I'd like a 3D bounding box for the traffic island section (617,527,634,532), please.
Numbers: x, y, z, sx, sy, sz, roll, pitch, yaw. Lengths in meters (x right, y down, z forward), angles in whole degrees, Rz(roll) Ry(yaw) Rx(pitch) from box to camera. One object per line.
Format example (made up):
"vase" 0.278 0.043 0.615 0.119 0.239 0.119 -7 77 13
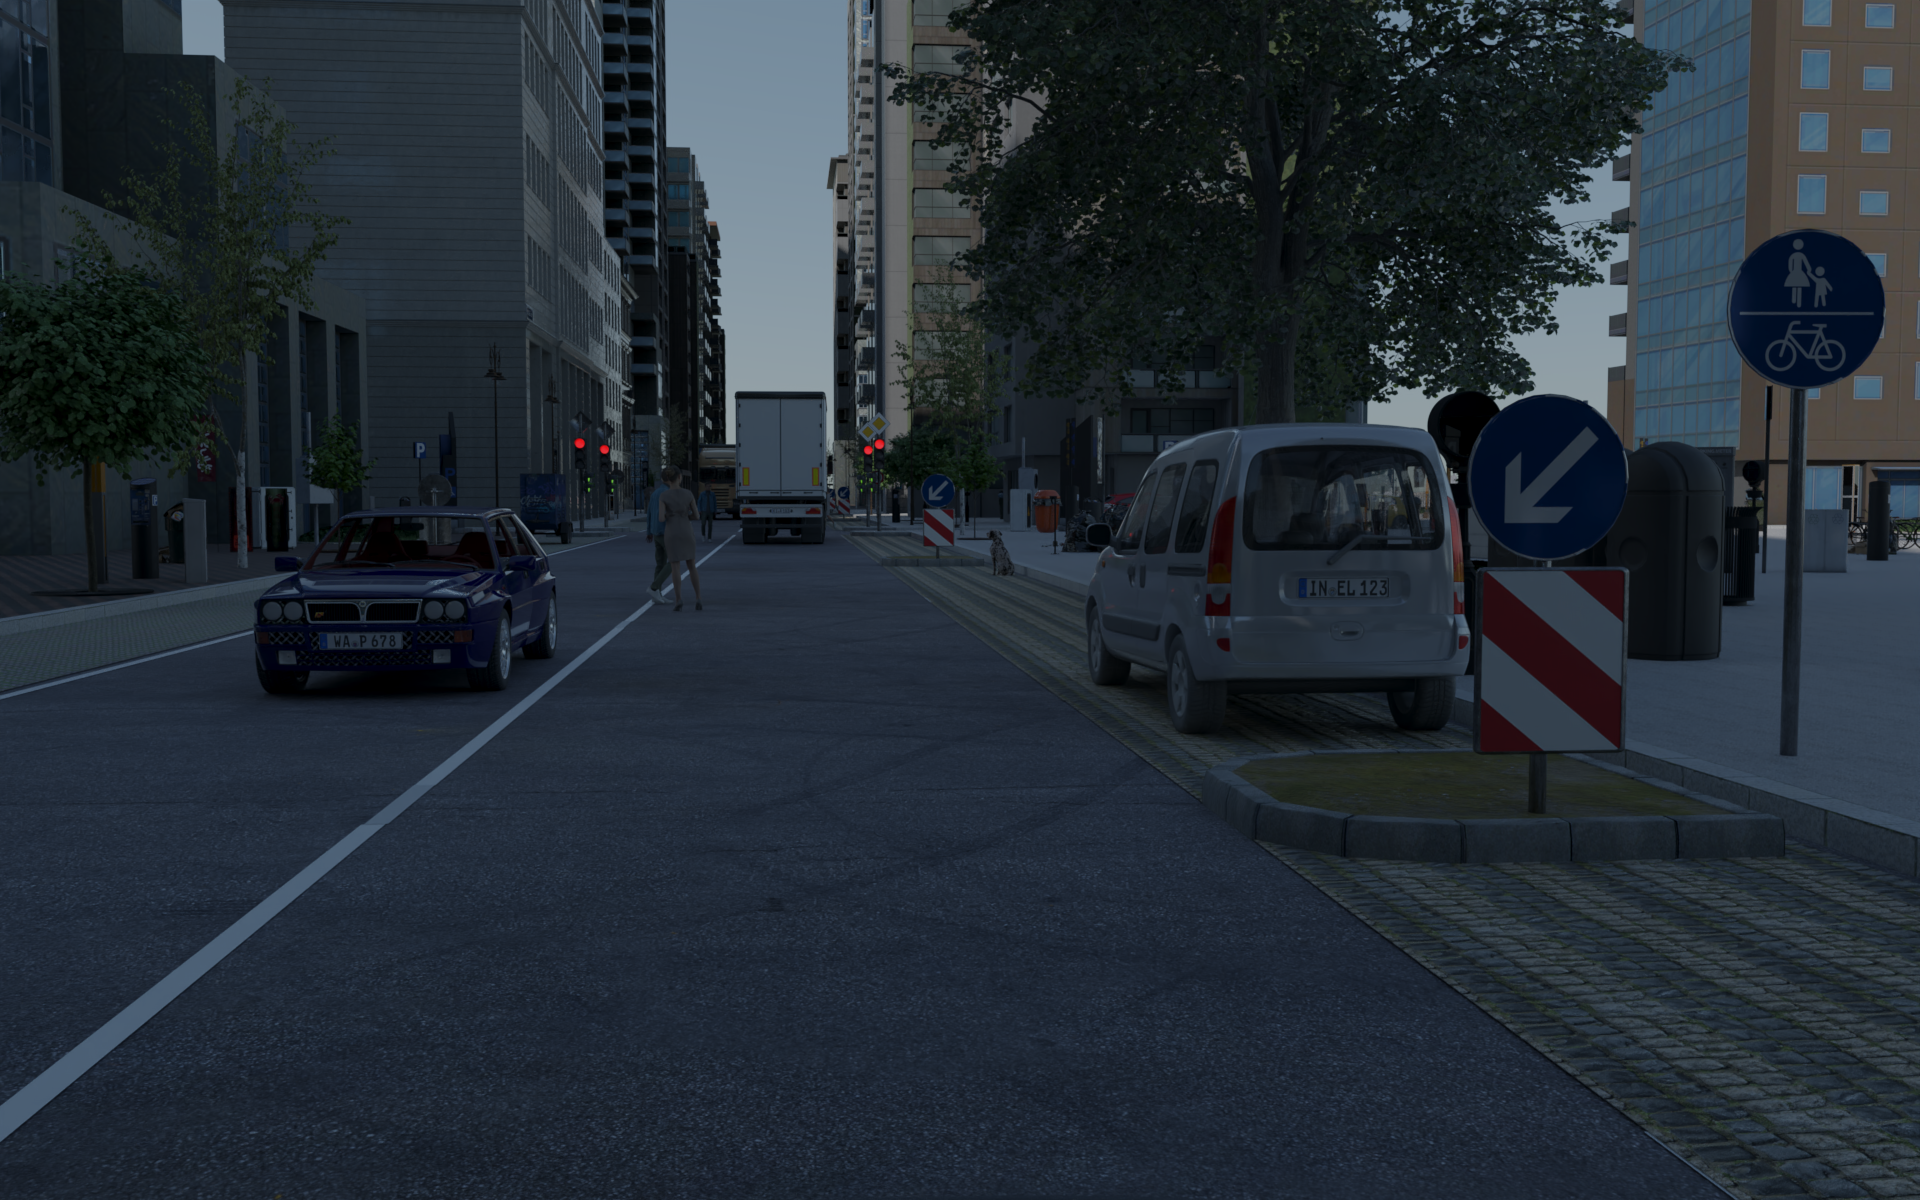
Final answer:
"traffic island section" -13.595 -2.702 66.461 2.009 0.180 2.903 0 4 -6

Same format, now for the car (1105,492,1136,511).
"car" 7.278 -3.437 65.232 4.494 1.783 2.155 0 4 -6

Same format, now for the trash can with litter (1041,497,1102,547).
"trash can with litter" 2.877 -1.934 42.682 2.233 1.210 1.678 -2 4 -27

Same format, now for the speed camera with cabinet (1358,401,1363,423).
"speed camera with cabinet" 8.421 -2.658 37.793 0.660 3.252 2.038 0 4 4

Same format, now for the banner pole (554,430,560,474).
"banner pole" -15.896 -4.788 68.296 0.401 3.779 0.863 -3 4 -36

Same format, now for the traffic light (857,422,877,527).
"traffic light" -3.594 -4.797 67.346 0.839 4.253 0.868 0 4 -6

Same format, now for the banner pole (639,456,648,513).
"banner pole" -20.972 -7.626 114.700 0.863 3.779 0.401 2 4 28

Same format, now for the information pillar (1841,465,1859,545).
"information pillar" 22.326 -2.384 43.470 0.304 2.012 0.304 -3 5 -41

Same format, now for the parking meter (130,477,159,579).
"parking meter" -12.370 -1.092 26.271 0.372 1.533 0.369 0 3 0

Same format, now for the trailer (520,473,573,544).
"trailer" -11.801 -2.554 48.808 1.471 1.999 3.904 0 4 -7

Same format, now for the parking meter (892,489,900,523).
"parking meter" -2.861 -4.232 77.598 0.372 1.533 0.369 0 3 0

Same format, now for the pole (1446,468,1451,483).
"pole" 21.775 -5.099 77.208 0.158 3.312 0.155 0 3 0

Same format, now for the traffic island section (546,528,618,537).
"traffic island section" -12.794 -2.216 58.516 2.009 0.180 2.903 0 4 -6

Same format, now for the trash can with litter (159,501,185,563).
"trash can with litter" -14.642 -1.269 32.136 1.055 1.170 0.624 2 4 26

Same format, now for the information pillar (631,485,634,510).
"information pillar" -26.372 -8.234 139.119 0.304 2.012 0.304 -1 4 -15

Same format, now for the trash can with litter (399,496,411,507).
"trash can with litter" -17.333 -2.573 53.123 1.678 1.210 2.233 1 4 15

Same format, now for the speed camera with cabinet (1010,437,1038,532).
"speed camera with cabinet" 2.225 -4.009 59.881 0.660 3.252 2.038 1 4 14

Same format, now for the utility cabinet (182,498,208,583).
"utility cabinet" -11.228 -0.874 25.454 0.306 1.237 1.020 -1 4 -22

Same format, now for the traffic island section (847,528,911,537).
"traffic island section" -2.752 -2.278 59.519 2.009 0.180 2.903 0 4 -6

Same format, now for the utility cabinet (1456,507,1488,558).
"utility cabinet" 10.403 -1.589 34.665 0.318 1.500 1.173 -1 4 -19

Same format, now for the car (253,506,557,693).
"car" -4.281 -0.072 13.761 1.945 1.354 3.894 0 4 -5

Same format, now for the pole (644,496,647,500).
"pole" -23.220 -8.207 128.024 0.158 3.312 0.155 0 3 0

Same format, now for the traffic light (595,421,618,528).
"traffic light" -13.554 -4.735 66.330 0.839 4.253 0.868 0 4 -6

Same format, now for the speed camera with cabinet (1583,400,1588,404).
"speed camera with cabinet" 12.473 -2.581 36.535 2.038 3.252 0.660 1 4 11

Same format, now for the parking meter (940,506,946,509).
"parking meter" -0.744 -3.971 73.331 0.372 1.533 0.369 0 3 0

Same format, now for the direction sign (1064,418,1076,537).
"direction sign" 3.311 -3.658 51.799 0.379 3.537 0.876 -1 4 -14

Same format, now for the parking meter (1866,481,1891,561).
"parking meter" 17.715 -1.528 33.398 0.372 1.533 0.369 0 3 0

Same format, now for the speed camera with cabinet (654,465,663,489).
"speed camera with cabinet" -20.837 -7.660 119.581 0.660 3.252 2.038 -1 4 -10

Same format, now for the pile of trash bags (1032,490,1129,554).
"pile of trash bags" 2.975 -1.723 37.931 3.447 1.369 1.912 -3 4 -39

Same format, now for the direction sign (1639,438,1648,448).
"direction sign" 27.716 -4.788 70.284 0.379 3.537 0.876 3 5 41

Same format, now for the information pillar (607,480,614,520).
"information pillar" -17.209 -4.931 85.111 0.304 2.012 0.304 3 4 37

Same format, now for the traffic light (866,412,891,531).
"traffic light" -2.793 -4.311 59.401 0.839 4.253 0.868 0 4 -6

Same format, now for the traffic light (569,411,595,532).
"traffic light" -12.753 -4.249 58.385 0.839 4.253 0.868 0 4 -6

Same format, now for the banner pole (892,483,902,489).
"banner pole" -4.233 -7.620 114.596 0.863 3.779 0.401 -1 4 -21

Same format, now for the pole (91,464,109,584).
"pole" -12.295 -1.887 24.690 0.158 3.312 0.155 0 3 0

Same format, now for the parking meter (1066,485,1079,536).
"parking meter" 3.191 -2.498 49.252 0.372 1.533 0.369 0 3 0

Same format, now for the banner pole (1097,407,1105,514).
"banner pole" 4.066 -3.660 49.853 0.401 3.779 0.863 1 4 21

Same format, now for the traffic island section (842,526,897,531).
"traffic island section" -3.553 -2.764 67.464 2.009 0.180 2.903 0 4 -6

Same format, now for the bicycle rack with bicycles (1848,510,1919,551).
"bicycle rack with bicycles" 21.221 -1.635 40.111 2.852 0.926 2.925 -3 5 -42

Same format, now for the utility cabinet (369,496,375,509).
"utility cabinet" -42.755 -7.032 126.137 0.306 1.237 1.020 -1 4 -19
